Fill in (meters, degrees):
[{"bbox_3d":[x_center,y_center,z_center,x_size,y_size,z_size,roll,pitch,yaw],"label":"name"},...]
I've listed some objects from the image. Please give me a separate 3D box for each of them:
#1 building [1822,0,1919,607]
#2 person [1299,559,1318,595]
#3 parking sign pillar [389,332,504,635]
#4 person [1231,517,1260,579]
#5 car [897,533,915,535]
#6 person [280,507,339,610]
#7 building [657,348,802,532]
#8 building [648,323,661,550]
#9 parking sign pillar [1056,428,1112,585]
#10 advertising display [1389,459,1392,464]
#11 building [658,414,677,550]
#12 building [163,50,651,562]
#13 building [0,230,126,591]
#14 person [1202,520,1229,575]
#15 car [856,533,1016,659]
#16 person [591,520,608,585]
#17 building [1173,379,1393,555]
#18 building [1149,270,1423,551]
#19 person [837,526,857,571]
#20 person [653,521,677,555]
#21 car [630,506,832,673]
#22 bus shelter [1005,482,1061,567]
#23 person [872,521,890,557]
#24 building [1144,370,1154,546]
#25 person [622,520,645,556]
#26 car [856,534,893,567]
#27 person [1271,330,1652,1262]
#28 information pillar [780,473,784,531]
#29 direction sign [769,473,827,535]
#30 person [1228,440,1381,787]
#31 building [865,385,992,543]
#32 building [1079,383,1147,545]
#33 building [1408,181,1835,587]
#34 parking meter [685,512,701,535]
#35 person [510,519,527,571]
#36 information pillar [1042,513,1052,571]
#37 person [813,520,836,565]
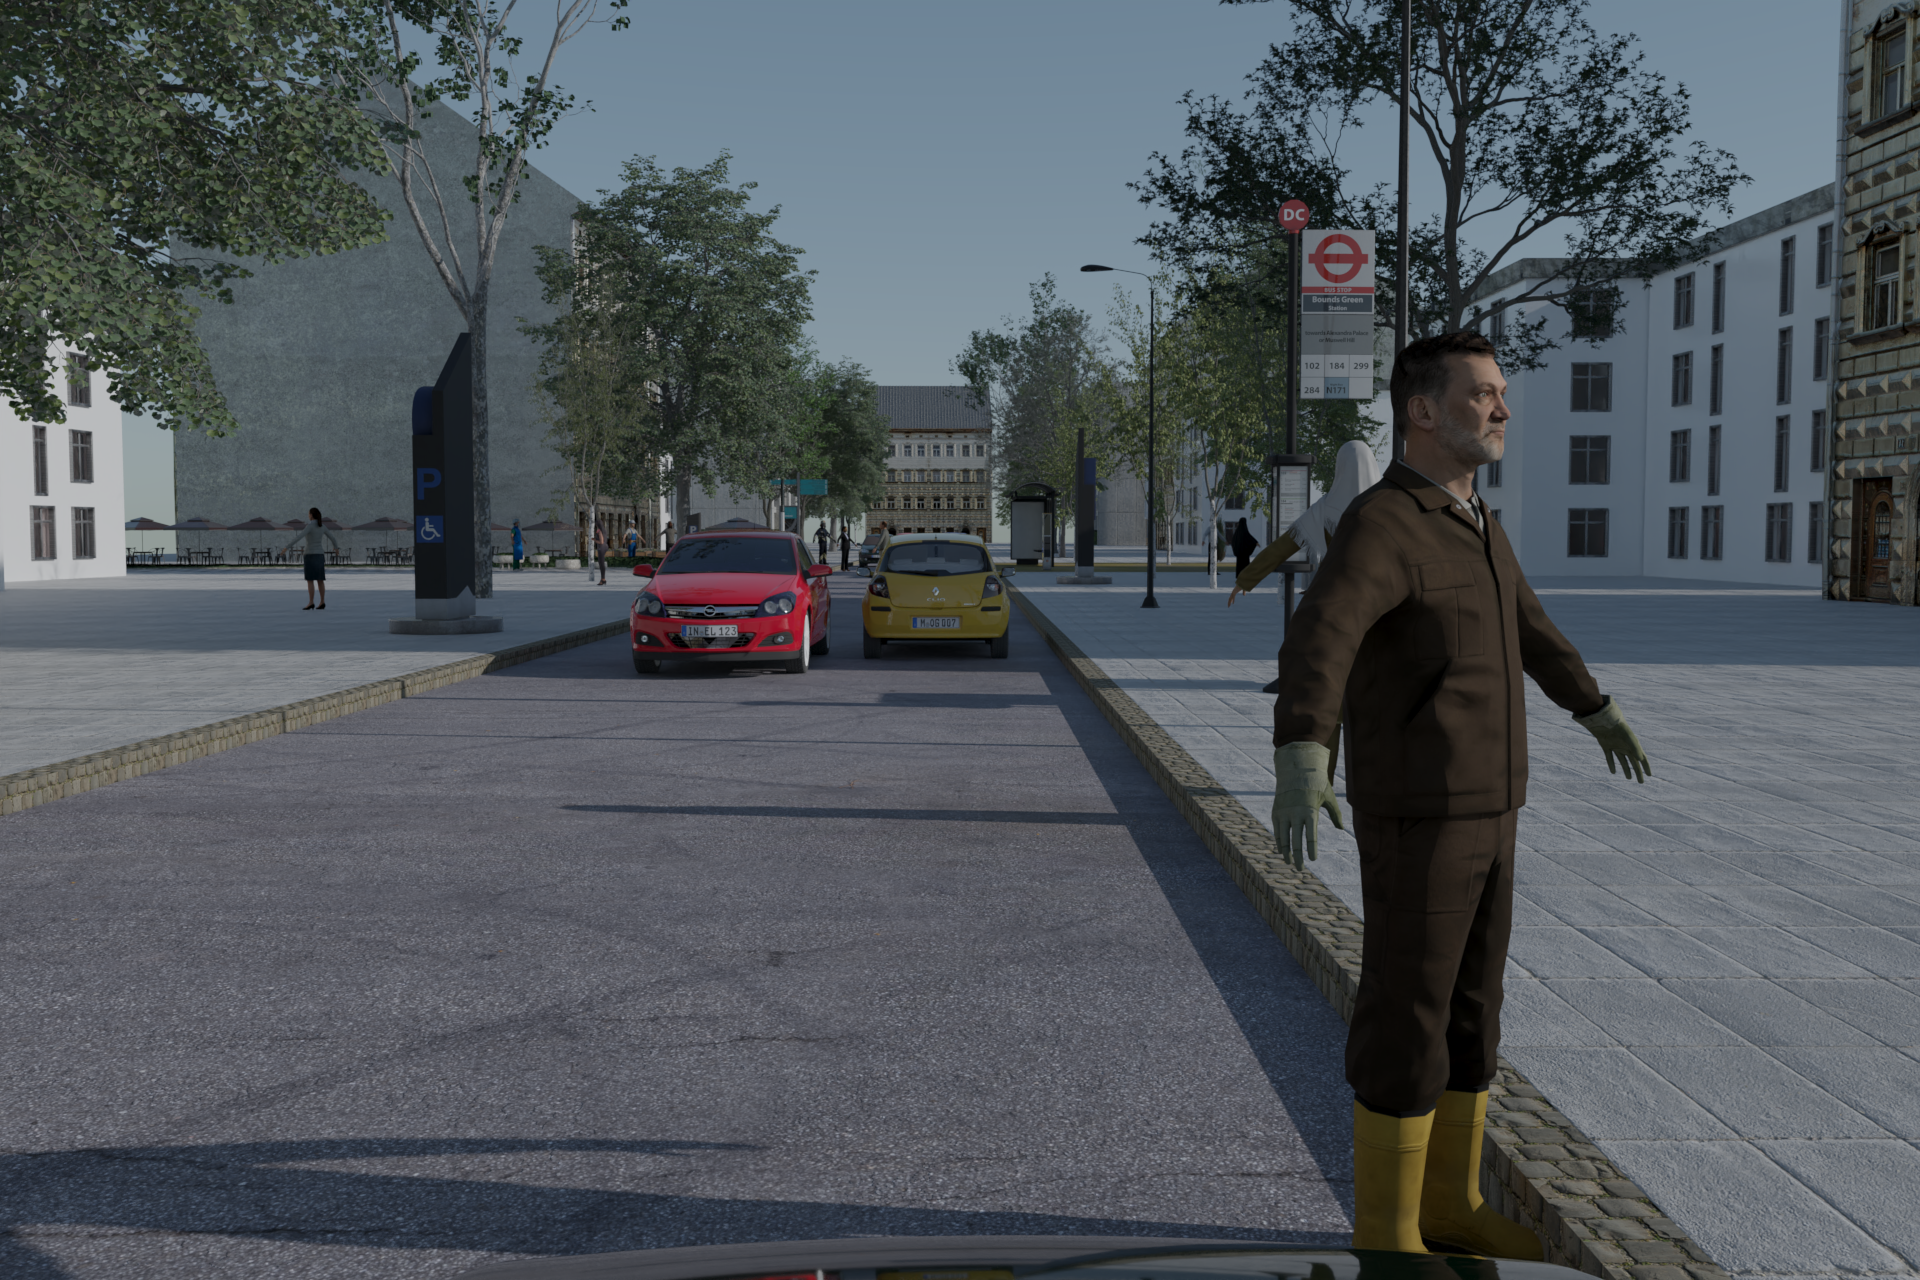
[{"bbox_3d":[26.083,-11.811,24.038,19.493,23.208,18.063,0,4,0],"label":"building"},{"bbox_3d":[7.384,-1.875,36.807,0.704,1.811,1.347,0,4,5],"label":"person"},{"bbox_3d":[-6.734,-2.087,22.601,1.447,3.967,1.447,0,4,0],"label":"parking sign pillar"},{"bbox_3d":[7.698,-2.441,46.704,0.721,1.737,1.214,-2,4,-26],"label":"person"},{"bbox_3d":[-2.971,-5.493,98.856,2.155,1.783,4.494,0,4,0],"label":"car"},{"bbox_3d":[-10.983,-1.376,29.330,0.721,1.735,1.217,2,4,27],"label":"person"},{"bbox_3d":[-26.233,-19.232,180.892,16.747,18.905,31.486,0,4,0],"label":"building"},{"bbox_3d":[-29.478,-16.932,107.769,19.493,23.208,18.063,0,4,-1],"label":"building"},{"bbox_3d":[3.212,-3.435,44.630,1.447,3.967,1.447,0,4,0],"label":"parking sign pillar"},{"bbox_3d":[3.749,-0.567,14.485,0.123,1.923,0.974,0,4,0],"label":"advertising display"},{"bbox_3d":[-25.159,-11.663,132.834,9.099,9.664,28.070,0,4,-1],"label":"building"},{"bbox_3d":[-26.804,-15.731,88.129,19.493,23.208,18.063,0,4,0],"label":"building"},{"bbox_3d":[-26.169,-5.933,39.160,9.099,9.664,28.070,0,4,-1],"label":"building"},{"bbox_3d":[7.953,-2.945,54.301,0.704,1.810,1.344,3,5,44],"label":"person"},{"bbox_3d":[-0.295,-0.682,21.370,2.015,1.641,3.980,0,4,-1],"label":"car"},{"bbox_3d":[-9.040,-2.195,43.398,0.415,1.643,0.593,-3,4,-38],"label":"person"},{"bbox_3d":[19.494,-10.140,107.939,9.099,9.664,28.070,0,4,0],"label":"building"},{"bbox_3d":[25.199,-18.514,133.634,19.493,23.208,18.063,0,4,0],"label":"building"},{"bbox_3d":[-4.353,-3.505,66.493,0.721,1.740,1.216,2,4,35],"label":"person"},{"bbox_3d":[-11.588,-3.861,69.261,1.348,1.813,0.705,-1,4,-16],"label":"person"},{"bbox_3d":[-2.448,-0.618,19.140,2.155,1.783,4.494,0,4,0],"label":"car"},{"bbox_3d":[2.894,-4.638,69.757,2.014,3.302,5.546,0,4,0],"label":"bus shelter"},{"bbox_3d":[-2.173,-2.451,48.805,0.705,1.796,1.348,1,4,14],"label":"person"},{"bbox_3d":[25.569,-20.413,190.177,16.016,20.090,11.380,0,4,1],"label":"building"},{"bbox_3d":[-13.114,-3.884,69.368,0.705,1.847,1.347,2,4,29],"label":"person"},{"bbox_3d":[-3.528,-4.068,76.302,2.009,1.686,4.222,0,3,0],"label":"car"},{"bbox_3d":[0.938,0.324,3.301,0.704,1.812,1.346,3,5,44],"label":"person"},{"bbox_3d":[-6.757,-4.563,65.967,0.183,3.616,0.504,0,4,1],"label":"information pillar"},{"bbox_3d":[-7.034,-5.343,76.127,2.525,3.948,1.411,0,4,1],"label":"direction sign"},{"bbox_3d":[1.937,-0.109,8.557,1.217,1.736,0.721,1,4,11],"label":"person"},{"bbox_3d":[-4.729,-25.783,254.937,18.063,23.208,19.493,0,4,-2],"label":"building"},{"bbox_3d":[23.910,-21.046,210.556,16.747,18.905,31.486,0,3,0],"label":"building"},{"bbox_3d":[21.626,-6.774,52.901,9.099,9.664,28.070,0,4,0],"label":"building"},{"bbox_3d":[-7.181,-2.505,46.661,0.399,1.863,0.255,0,4,-1],"label":"parking meter"},{"bbox_3d":[-15.331,-3.296,60.018,0.704,1.817,1.347,0,4,5],"label":"person"},{"bbox_3d":[3.063,-3.456,60.998,0.304,2.012,0.304,0,4,-2],"label":"information pillar"},{"bbox_3d":[-5.680,-4.050,71.998,0.705,1.856,1.354,3,5,40],"label":"person"}]
